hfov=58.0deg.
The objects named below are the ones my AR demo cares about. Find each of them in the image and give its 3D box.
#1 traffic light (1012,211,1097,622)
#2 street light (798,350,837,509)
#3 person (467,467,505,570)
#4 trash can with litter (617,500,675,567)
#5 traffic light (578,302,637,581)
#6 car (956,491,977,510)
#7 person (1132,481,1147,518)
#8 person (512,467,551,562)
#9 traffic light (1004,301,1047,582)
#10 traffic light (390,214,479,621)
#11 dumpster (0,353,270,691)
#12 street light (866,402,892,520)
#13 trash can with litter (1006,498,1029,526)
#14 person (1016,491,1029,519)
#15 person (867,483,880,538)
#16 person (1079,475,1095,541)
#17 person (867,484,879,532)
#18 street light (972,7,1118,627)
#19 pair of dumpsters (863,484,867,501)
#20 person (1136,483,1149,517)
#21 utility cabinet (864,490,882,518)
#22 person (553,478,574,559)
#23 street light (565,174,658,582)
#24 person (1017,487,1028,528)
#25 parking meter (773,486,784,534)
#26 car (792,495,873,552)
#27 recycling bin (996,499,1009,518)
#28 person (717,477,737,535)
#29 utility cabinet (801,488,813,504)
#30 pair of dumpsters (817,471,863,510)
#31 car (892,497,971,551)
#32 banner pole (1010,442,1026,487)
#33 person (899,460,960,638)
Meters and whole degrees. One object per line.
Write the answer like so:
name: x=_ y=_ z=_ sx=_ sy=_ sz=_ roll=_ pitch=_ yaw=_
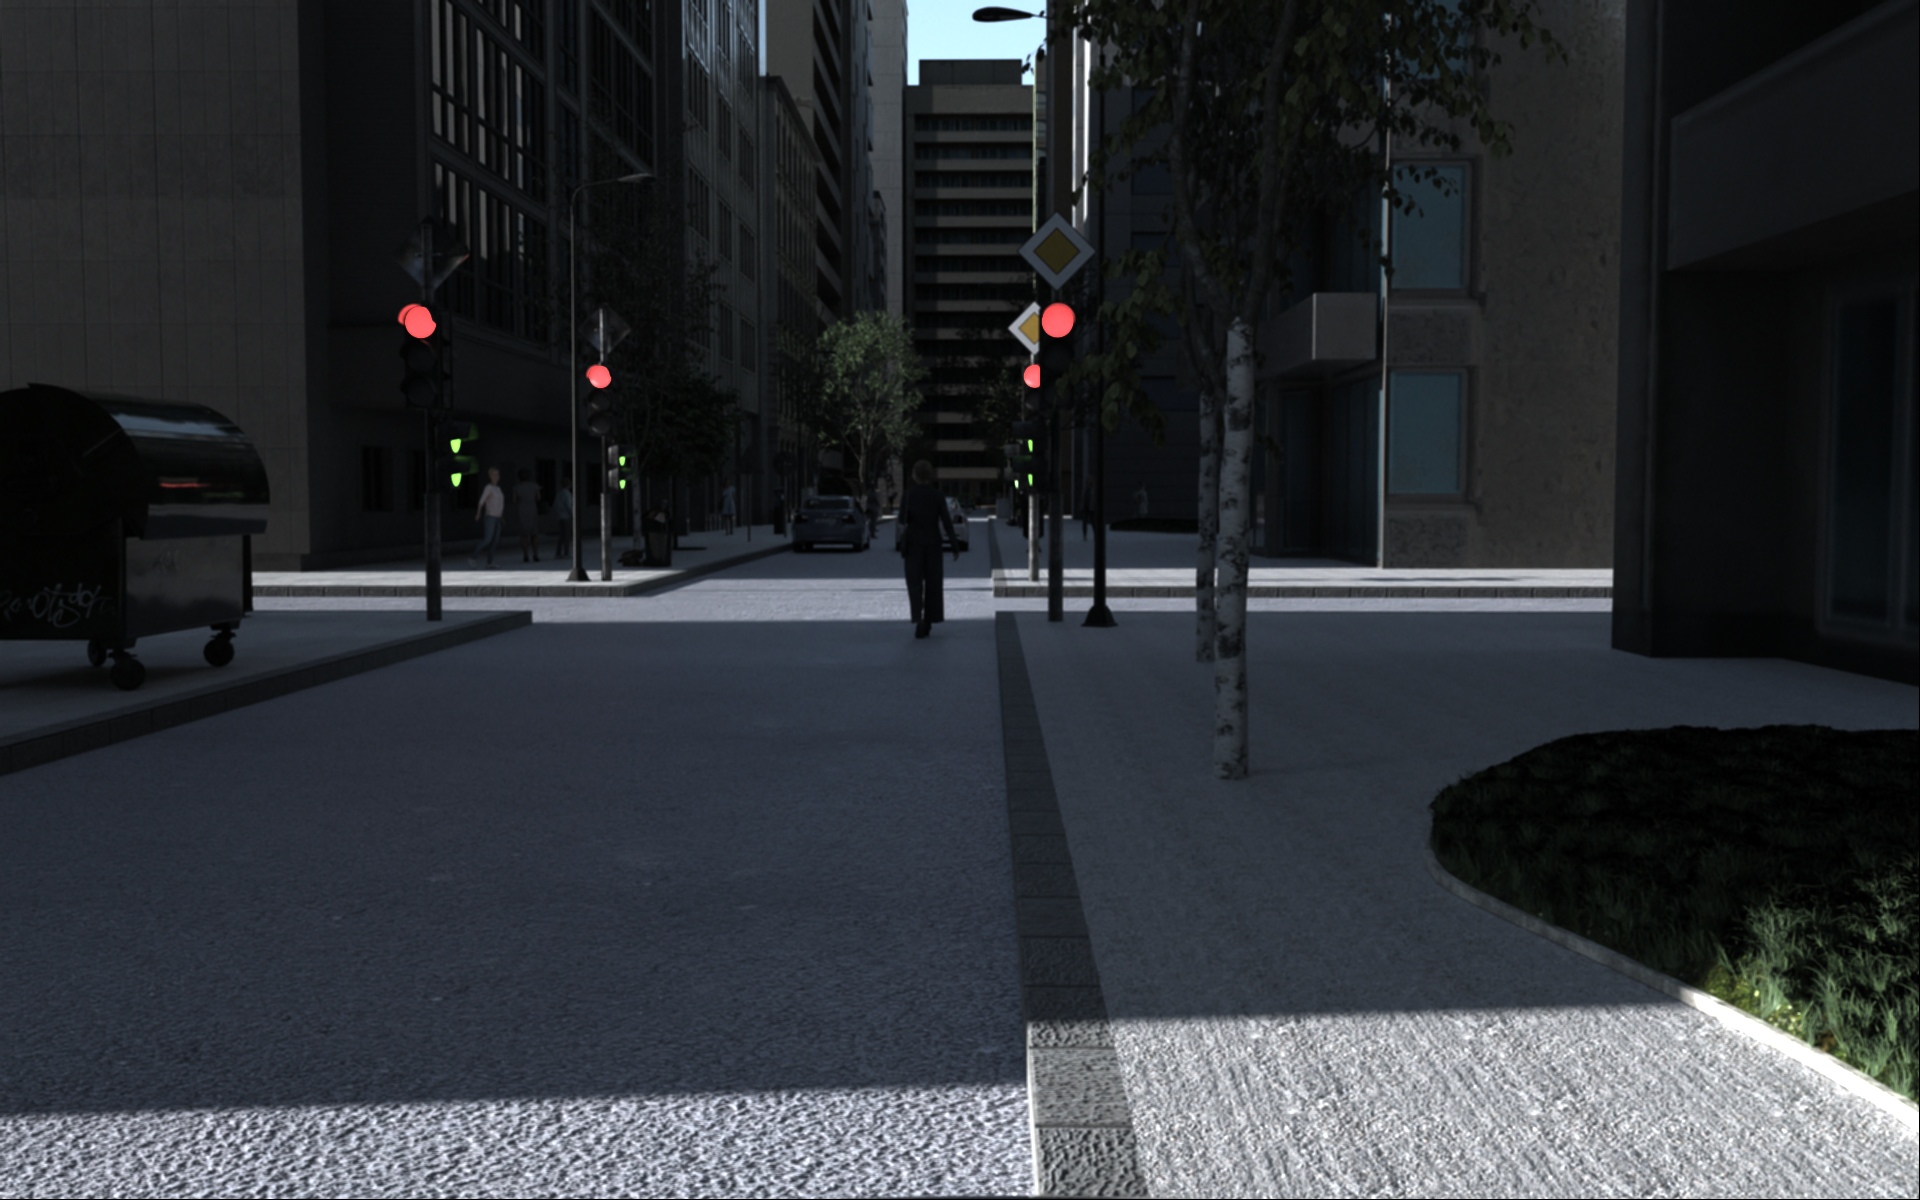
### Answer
traffic light: x=0.946 y=-1.740 z=17.369 sx=0.839 sy=4.253 sz=0.868 roll=0 pitch=4 yaw=1
street light: x=-4.656 y=-5.107 z=56.043 sx=1.470 sy=5.913 sz=1.316 roll=0 pitch=4 yaw=1
person: x=-8.104 y=-1.392 z=29.479 sx=0.598 sy=1.740 sz=0.731 roll=0 pitch=4 yaw=1
trash can with litter: x=-5.556 y=-1.173 z=30.560 sx=1.055 sy=1.170 sz=0.624 roll=1 pitch=4 yaw=20
traffic light: x=-5.194 y=-2.233 z=25.432 sx=0.839 sy=4.253 sz=0.868 roll=0 pitch=4 yaw=1
car: x=0.529 y=-9.016 z=156.206 sx=1.959 sy=1.807 sz=4.718 roll=0 pitch=4 yaw=2
person: x=7.310 y=-3.940 z=70.442 sx=0.713 sy=1.824 sz=0.794 roll=0 pitch=4 yaw=4
person: x=-8.100 y=-1.612 z=32.754 sx=0.716 sy=1.782 sz=0.532 roll=-1 pitch=4 yaw=-15
traffic light: x=1.067 y=-2.228 z=25.353 sx=0.839 sy=4.253 sz=0.868 roll=0 pitch=4 yaw=1
traffic light: x=-5.315 y=-1.745 z=17.448 sx=0.839 sy=4.253 sz=0.868 roll=0 pitch=4 yaw=1
dumpster: x=-5.920 y=-0.582 z=12.017 sx=1.502 sy=2.255 sz=1.985 roll=0 pitch=4 yaw=1
street light: x=-4.131 y=-7.011 z=87.169 sx=1.470 sy=5.913 sz=1.316 roll=0 pitch=4 yaw=1
trash can with litter: x=2.410 y=-3.614 z=70.478 sx=1.055 sy=1.170 sz=0.624 roll=-3 pitch=5 yaw=-40
person: x=3.057 y=-4.727 z=83.297 sx=0.822 sy=1.834 sz=0.622 roll=-1 pitch=4 yaw=-9
person: x=-2.734 y=-2.885 z=55.946 sx=0.520 sy=1.790 sz=0.573 roll=2 pitch=4 yaw=32
person: x=3.594 y=-2.493 z=46.993 sx=0.709 sy=1.800 sz=0.728 roll=2 pitch=4 yaw=28
person: x=-3.454 y=-3.524 z=65.987 sx=0.748 sy=1.841 sz=0.638 roll=0 pitch=4 yaw=5
street light: x=0.818 y=-2.700 z=16.686 sx=1.470 sy=5.913 sz=1.316 roll=0 pitch=4 yaw=1
pair of dumpsters: x=-4.941 y=-4.487 z=75.852 sx=1.574 sy=2.255 sz=4.437 roll=0 pitch=4 yaw=1
person: x=6.741 y=-3.491 z=64.132 sx=0.522 sy=1.701 sz=0.512 roll=-3 pitch=5 yaw=-40
utility cabinet: x=-4.588 y=-5.073 z=91.626 sx=0.318 sy=1.500 sz=1.173 roll=3 pitch=4 yaw=37
person: x=-7.766 y=-1.607 z=34.127 sx=0.330 sy=1.601 sz=0.589 roll=-3 pitch=4 yaw=-38
street light: x=-5.084 y=-3.228 z=25.322 sx=1.470 sy=5.913 sz=1.316 roll=0 pitch=4 yaw=1
person: x=2.410 y=-3.622 z=65.478 sx=0.699 sy=1.804 sz=1.509 roll=1 pitch=4 yaw=12
parking meter: x=-5.776 y=-2.877 z=55.447 sx=0.372 sy=1.533 sz=0.369 roll=0 pitch=3 yaw=0
car: x=-3.250 y=-1.959 z=44.034 sx=2.014 sy=1.417 sz=4.499 roll=0 pitch=4 yaw=1
recycling bin: x=2.318 y=-4.869 z=92.168 sx=0.722 sy=1.027 sz=0.722 roll=0 pitch=4 yaw=7
person: x=-7.236 y=-2.911 z=53.740 sx=0.616 sy=1.811 sz=0.778 roll=0 pitch=4 yaw=-1
utility cabinet: x=-5.226 y=-3.074 z=58.932 sx=0.318 sy=1.500 sz=1.173 roll=0 pitch=4 yaw=3
pair of dumpsters: x=-5.024 y=-4.189 z=70.991 sx=1.574 sy=2.255 sz=4.437 roll=0 pitch=4 yaw=1
car: x=-0.729 y=-1.992 z=44.935 sx=2.083 sy=1.381 sz=4.827 roll=0 pitch=4 yaw=-1
banner pole: x=2.494 y=-5.080 z=73.070 sx=0.863 sy=3.779 sz=0.401 roll=0 pitch=4 yaw=-5
person: x=-0.331 y=-0.515 z=17.348 sx=0.576 sy=1.772 sz=0.534 roll=-2 pitch=4 yaw=-28
